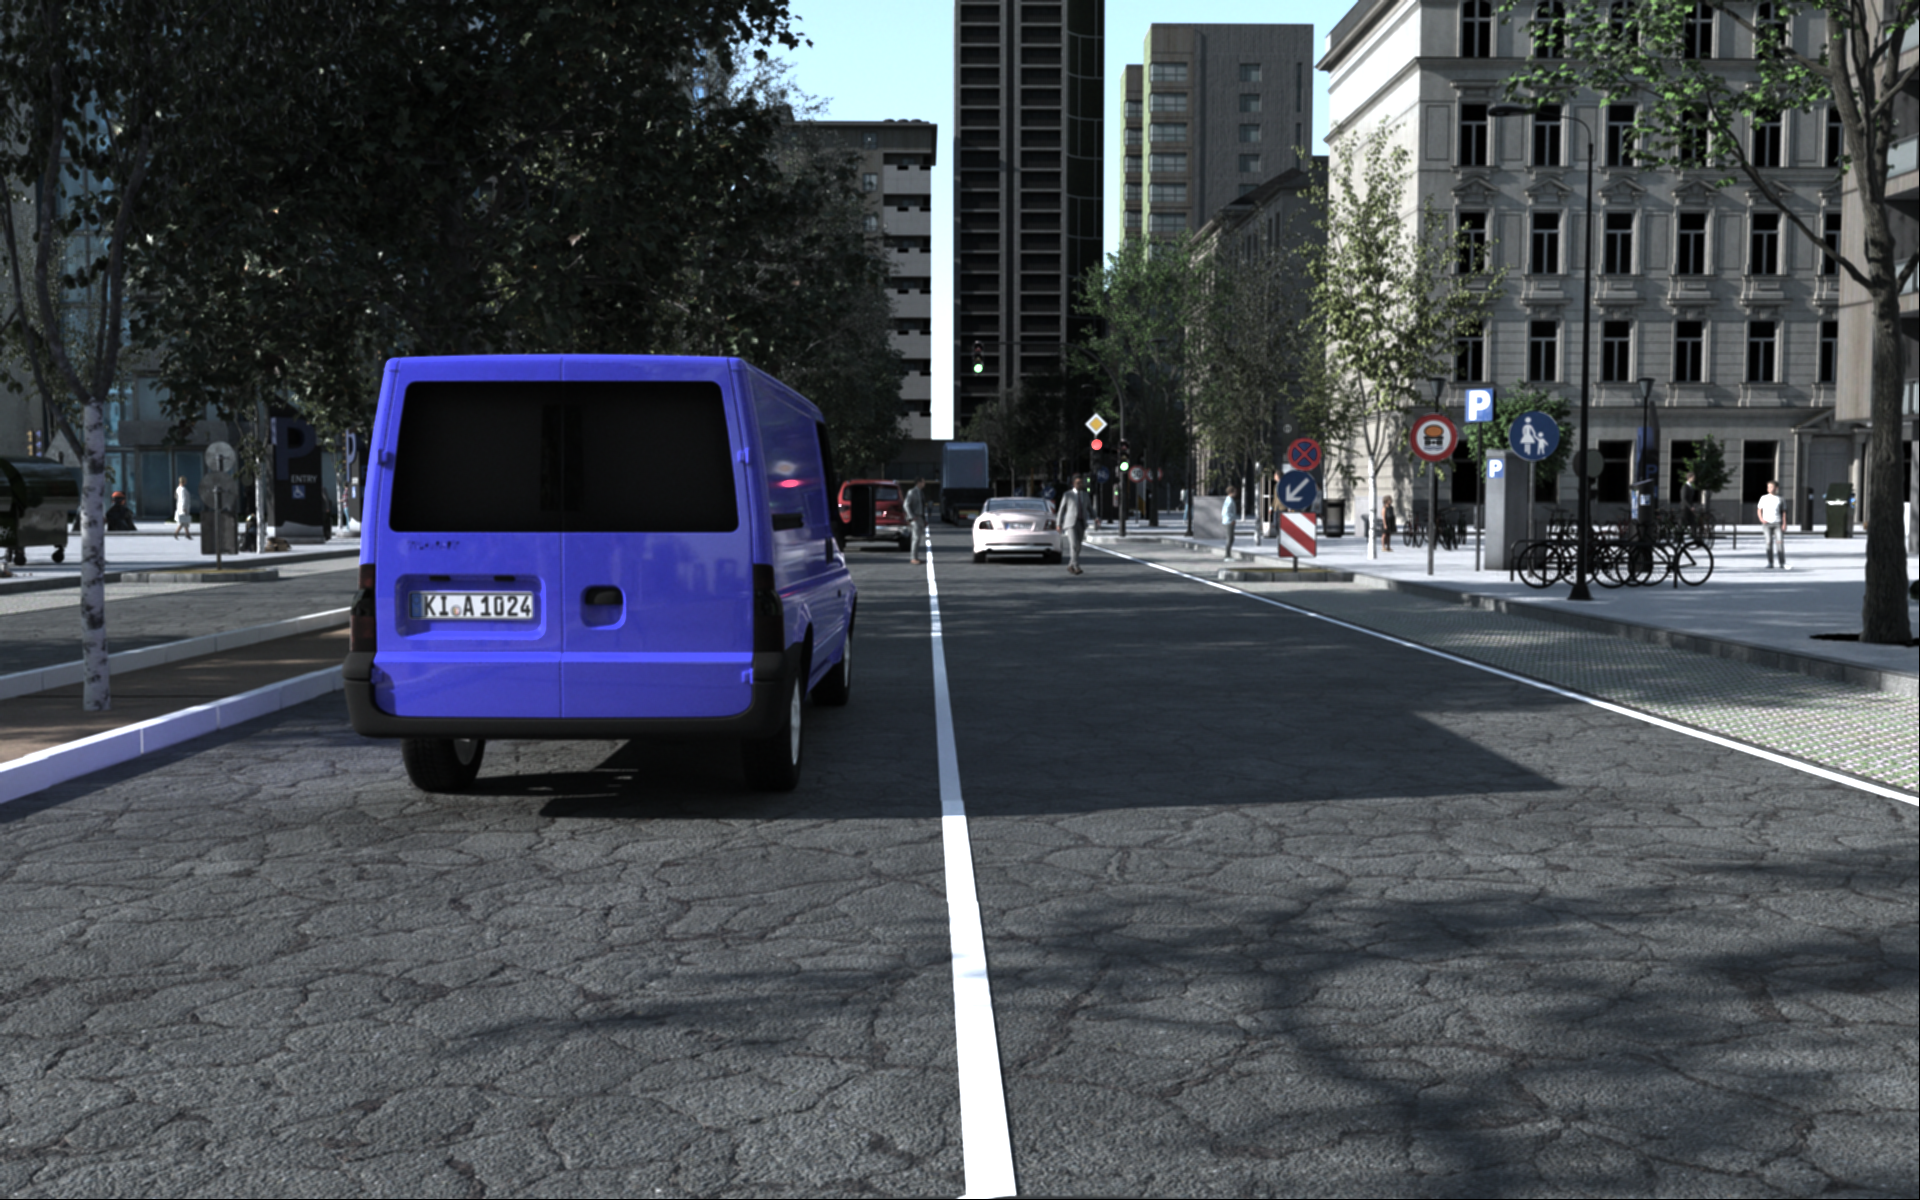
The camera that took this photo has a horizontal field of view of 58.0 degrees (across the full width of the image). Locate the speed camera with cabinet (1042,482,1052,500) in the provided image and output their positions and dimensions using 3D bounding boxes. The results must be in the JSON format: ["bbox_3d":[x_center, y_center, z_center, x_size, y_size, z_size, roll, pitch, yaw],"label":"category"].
[{"bbox_3d":[6.692,-8.291,129.894,0.660,3.252,2.038,-1,4,-12],"label":"speed camera with cabinet"}]

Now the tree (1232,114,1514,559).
[{"bbox_3d":[8.275,-5.111,33.931,4.737,8.622,4.395,0,3,0],"label":"tree"}]

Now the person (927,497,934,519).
[{"bbox_3d":[-1.703,-5.270,99.356,0.332,1.250,0.352,3,5,41],"label":"person"}]

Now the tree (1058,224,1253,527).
[{"bbox_3d":[7.635,-8.688,67.797,9.928,11.665,9.643,0,3,0],"label":"tree"}]

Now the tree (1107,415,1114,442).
[{"bbox_3d":[12.783,-11.008,130.347,4.360,8.622,3.978,0,3,0],"label":"tree"}]

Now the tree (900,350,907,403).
[{"bbox_3d":[-7.547,-11.792,101.919,9.857,13.997,8.962,0,3,0],"label":"tree"}]

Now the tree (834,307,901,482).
[{"bbox_3d":[-7.034,-10.548,93.048,7.486,12.596,7.792,0,3,0],"label":"tree"}]

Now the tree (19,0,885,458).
[{"bbox_3d":[-5.579,-6.089,19.021,9.611,12.733,9.660,0,3,0],"label":"tree"}]

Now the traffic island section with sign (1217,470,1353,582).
[{"bbox_3d":[5.367,-1.245,28.986,1.989,1.847,2.006,0,4,-1],"label":"traffic island section with sign"}]

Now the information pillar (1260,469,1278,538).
[{"bbox_3d":[9.037,-2.809,50.415,0.304,2.012,0.304,-2,4,-29],"label":"information pillar"}]

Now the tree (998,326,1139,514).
[{"bbox_3d":[6.304,-9.877,95.896,7.601,10.594,8.767,1,4,19],"label":"tree"}]

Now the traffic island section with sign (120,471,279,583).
[{"bbox_3d":[-12.452,-1.223,28.630,1.989,1.847,2.006,0,4,-1],"label":"traffic island section with sign"}]

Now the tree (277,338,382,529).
[{"bbox_3d":[-23.183,-6.952,64.020,4.737,8.622,4.395,0,3,0],"label":"tree"}]

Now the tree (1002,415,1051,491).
[{"bbox_3d":[5.501,-12.252,150.683,4.737,8.622,4.395,0,3,0],"label":"tree"}]

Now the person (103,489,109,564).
[{"bbox_3d":[-15.878,-1.424,31.923,0.503,1.515,0.523,2,4,33],"label":"person"}]

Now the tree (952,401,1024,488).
[{"bbox_3d":[3.787,-18.005,211.382,9.611,12.733,9.660,0,3,0],"label":"tree"}]

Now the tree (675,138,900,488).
[{"bbox_3d":[-6.842,-9.408,62.934,9.857,13.997,8.962,0,3,0],"label":"tree"}]

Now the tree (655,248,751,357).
[{"bbox_3d":[-6.273,-5.018,34.868,4.360,8.622,3.978,0,3,0],"label":"tree"}]

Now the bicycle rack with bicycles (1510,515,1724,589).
[{"bbox_3d":[9.102,-0.675,24.418,2.925,0.926,2.852,0,4,5],"label":"bicycle rack with bicycles"}]

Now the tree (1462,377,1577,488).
[{"bbox_3d":[15.806,-3.982,48.825,4.285,4.588,4.351,0,3,0],"label":"tree"}]

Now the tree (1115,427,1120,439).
[{"bbox_3d":[13.742,-10.433,120.940,4.360,8.622,3.978,0,3,0],"label":"tree"}]

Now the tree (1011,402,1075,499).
[{"bbox_3d":[6.340,-10.763,126.340,4.360,8.622,3.978,0,3,0],"label":"tree"}]

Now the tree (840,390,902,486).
[{"bbox_3d":[-7.895,-11.955,123.683,9.928,11.665,9.643,0,3,0],"label":"tree"}]

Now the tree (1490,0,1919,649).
[{"bbox_3d":[7.916,-5.444,14.763,9.928,11.665,9.643,0,3,0],"label":"tree"}]

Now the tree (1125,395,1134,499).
[{"bbox_3d":[12.581,-9.755,109.855,4.360,8.622,3.978,0,3,0],"label":"tree"}]

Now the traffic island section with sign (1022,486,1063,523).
[{"bbox_3d":[4.202,-4.680,85.140,1.989,1.847,2.006,0,4,-1],"label":"traffic island section with sign"}]

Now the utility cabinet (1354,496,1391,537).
[{"bbox_3d":[12.333,-2.482,51.739,1.020,1.237,0.306,2,4,26],"label":"utility cabinet"}]

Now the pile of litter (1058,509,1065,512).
[{"bbox_3d":[7.099,-6.791,124.998,1.176,0.858,1.719,-3,4,-38],"label":"pile of litter"}]

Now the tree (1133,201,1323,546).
[{"bbox_3d":[7.189,-5.650,42.745,4.360,8.622,3.978,0,3,0],"label":"tree"}]

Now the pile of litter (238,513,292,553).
[{"bbox_3d":[-15.485,-1.516,38.746,1.176,0.858,1.719,1,4,13],"label":"pile of litter"}]

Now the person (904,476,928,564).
[{"bbox_3d":[-0.893,-1.660,35.744,0.391,1.810,0.635,1,4,17],"label":"person"}]

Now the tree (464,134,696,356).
[{"bbox_3d":[-5.905,-4.553,27.268,4.737,8.622,4.395,0,3,0],"label":"tree"}]

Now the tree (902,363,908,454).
[{"bbox_3d":[-7.180,-9.408,73.278,9.611,12.733,9.660,0,3,0],"label":"tree"}]

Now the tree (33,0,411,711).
[{"bbox_3d":[-5.723,-3.584,11.420,4.360,8.622,3.978,0,3,0],"label":"tree"}]

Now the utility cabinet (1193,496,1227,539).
[{"bbox_3d":[7.149,-2.326,49.190,1.020,1.237,0.306,1,4,15],"label":"utility cabinet"}]

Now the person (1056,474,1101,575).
[{"bbox_3d":[2.085,-1.356,30.943,0.678,1.792,0.850,-1,4,-22],"label":"person"}]

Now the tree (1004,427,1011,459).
[{"bbox_3d":[5.965,-12.626,156.802,4.360,8.622,3.978,0,3,0],"label":"tree"}]

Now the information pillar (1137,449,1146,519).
[{"bbox_3d":[9.390,-6.010,89.624,0.183,3.616,0.504,-3,5,-44],"label":"information pillar"}]

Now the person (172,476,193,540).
[{"bbox_3d":[-21.854,-2.584,48.638,0.624,1.780,0.694,-2,4,-34],"label":"person"}]

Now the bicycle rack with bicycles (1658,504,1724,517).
[{"bbox_3d":[25.580,-2.915,61.041,2.852,0.926,2.925,-1,4,-20],"label":"bicycle rack with bicycles"}]

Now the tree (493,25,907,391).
[{"bbox_3d":[-6.402,-7.961,42.987,12.009,13.543,11.850,0,3,0],"label":"tree"}]

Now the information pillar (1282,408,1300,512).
[{"bbox_3d":[8.996,-3.413,47.152,0.504,3.616,0.183,2,4,35],"label":"information pillar"}]

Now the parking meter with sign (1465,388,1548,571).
[{"bbox_3d":[9.267,-2.018,29.248,1.738,3.016,0.543,-3,4,-38],"label":"parking meter with sign"}]

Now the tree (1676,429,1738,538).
[{"bbox_3d":[22.007,-3.428,50.645,1.663,3.219,1.824,0,3,0],"label":"tree"}]

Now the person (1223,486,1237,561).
[{"bbox_3d":[5.717,-1.610,36.641,0.330,1.601,0.589,1,4,16],"label":"person"}]

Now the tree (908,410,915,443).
[{"bbox_3d":[-6.977,-10.001,82.978,9.611,12.733,9.660,0,3,0],"label":"tree"}]

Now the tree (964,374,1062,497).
[{"bbox_3d":[5.550,-16.265,176.301,12.009,13.543,11.850,0,3,0],"label":"tree"}]

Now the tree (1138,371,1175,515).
[{"bbox_3d":[12.834,-9.423,104.430,4.737,8.622,4.395,0,3,0],"label":"tree"}]

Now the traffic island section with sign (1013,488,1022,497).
[{"bbox_3d":[3.618,-6.353,112.502,1.989,1.847,2.006,0,4,-1],"label":"traffic island section with sign"}]

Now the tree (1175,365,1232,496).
[{"bbox_3d":[13.520,-8.356,86.981,4.737,8.622,4.395,0,3,0],"label":"tree"}]
